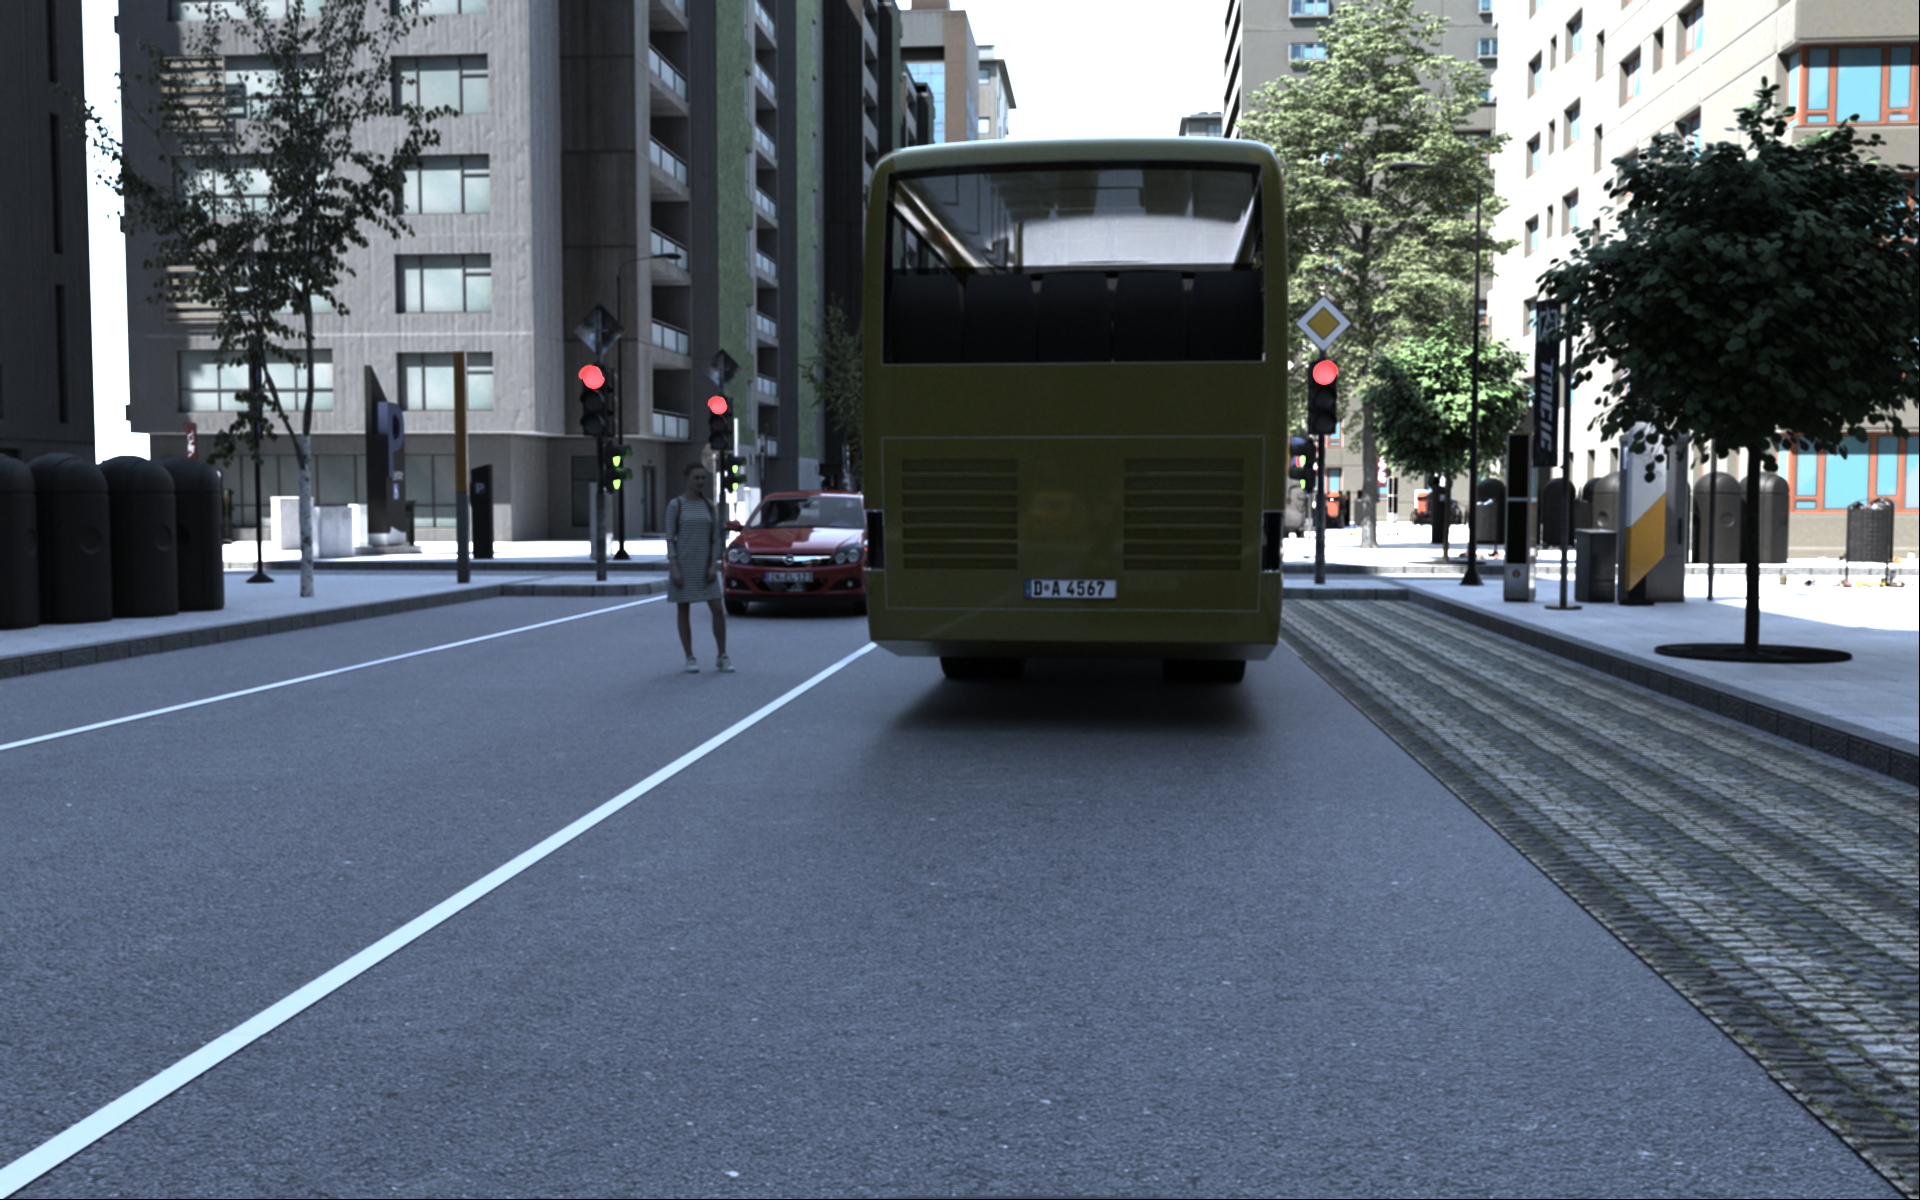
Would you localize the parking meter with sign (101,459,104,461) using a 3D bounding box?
[{"bbox_3d":[-43.862,-5.586,87.586,1.738,3.016,0.543,1,4,13],"label":"parking meter with sign"}]

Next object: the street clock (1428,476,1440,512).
[{"bbox_3d":[18.985,-3.966,69.410,0.471,2.002,0.358,1,4,20],"label":"street clock"}]

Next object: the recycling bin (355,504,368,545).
[{"bbox_3d":[-14.687,-1.857,42.918,0.722,1.027,0.722,-3,4,-36],"label":"recycling bin"}]

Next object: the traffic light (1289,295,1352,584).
[{"bbox_3d":[5.123,-2.185,24.643,0.839,4.253,0.868,0,4,5],"label":"traffic light"}]

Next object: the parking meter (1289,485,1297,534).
[{"bbox_3d":[10.757,-3.100,56.402,0.399,1.863,0.255,1,4,18],"label":"parking meter"}]

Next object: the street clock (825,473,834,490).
[{"bbox_3d":[-4.563,-3.427,60.602,0.358,2.002,0.471,1,4,12],"label":"street clock"}]

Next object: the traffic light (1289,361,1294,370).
[{"bbox_3d":[5.837,-2.671,32.596,0.839,4.253,0.868,0,4,5],"label":"traffic light"}]

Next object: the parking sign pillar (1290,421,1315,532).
[{"bbox_3d":[11.480,-4.309,58.920,1.447,3.967,1.447,-1,4,-22],"label":"parking sign pillar"}]

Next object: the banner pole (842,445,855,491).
[{"bbox_3d":[-4.904,-5.330,77.166,0.863,3.779,0.401,-3,4,-39],"label":"banner pole"}]

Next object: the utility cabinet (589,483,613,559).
[{"bbox_3d":[-7.046,-1.554,34.085,0.318,1.500,1.173,0,4,-4],"label":"utility cabinet"}]

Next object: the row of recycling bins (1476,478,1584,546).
[{"bbox_3d":[14.693,-2.232,43.610,3.534,1.692,1.069,3,4,36],"label":"row of recycling bins"}]

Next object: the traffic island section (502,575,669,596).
[{"bbox_3d":[-5.337,-0.209,25.696,2.009,0.180,2.903,0,4,5],"label":"traffic island section"}]

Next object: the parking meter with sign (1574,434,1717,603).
[{"bbox_3d":[8.242,-1.491,20.647,1.738,3.016,0.543,-1,4,-11],"label":"parking meter with sign"}]

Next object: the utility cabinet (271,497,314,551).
[{"bbox_3d":[-15.195,-1.732,39.484,0.306,1.237,1.020,2,4,25],"label":"utility cabinet"}]

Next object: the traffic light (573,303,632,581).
[{"bbox_3d":[-5.298,-2.241,25.558,0.839,4.253,0.868,0,4,5],"label":"traffic light"}]

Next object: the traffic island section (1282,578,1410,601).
[{"bbox_3d":[5.162,-0.151,24.753,2.009,0.180,2.903,0,4,5],"label":"traffic island section"}]

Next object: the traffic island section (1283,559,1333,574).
[{"bbox_3d":[5.876,-0.638,32.706,2.009,0.180,2.903,0,4,5],"label":"traffic island section"}]

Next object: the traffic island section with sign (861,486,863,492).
[{"bbox_3d":[-2.784,-2.787,54.190,1.989,1.847,2.006,0,4,5],"label":"traffic island section with sign"}]

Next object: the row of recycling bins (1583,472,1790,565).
[{"bbox_3d":[13.478,-1.515,31.875,3.534,1.692,1.069,0,4,-2],"label":"row of recycling bins"}]

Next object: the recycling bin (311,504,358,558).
[{"bbox_3d":[-12.720,-1.369,34.942,0.722,1.027,0.722,-3,5,-43],"label":"recycling bin"}]

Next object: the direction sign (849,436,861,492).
[{"bbox_3d":[-3.915,-4.653,68.068,0.876,3.537,0.379,1,4,8],"label":"direction sign"}]

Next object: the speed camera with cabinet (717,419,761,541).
[{"bbox_3d":[-5.902,-3.174,46.224,0.660,3.252,2.038,1,4,11],"label":"speed camera with cabinet"}]

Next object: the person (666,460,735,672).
[{"bbox_3d":[-2.141,-0.274,13.992,0.512,1.701,0.522,-2,4,-32],"label":"person"}]

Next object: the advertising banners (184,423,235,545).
[{"bbox_3d":[-18.821,-2.889,43.424,0.090,3.025,2.074,1,4,8],"label":"advertising banners"}]

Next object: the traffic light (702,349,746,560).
[{"bbox_3d":[-4.584,-2.727,33.511,0.839,4.253,0.868,0,4,5],"label":"traffic light"}]

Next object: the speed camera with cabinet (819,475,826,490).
[{"bbox_3d":[-7.247,-5.569,85.390,0.660,3.252,2.038,1,4,19],"label":"speed camera with cabinet"}]

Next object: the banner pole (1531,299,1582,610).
[{"bbox_3d":[6.685,-1.802,19.480,0.401,3.779,0.863,-1,4,-16],"label":"banner pole"}]

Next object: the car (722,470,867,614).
[{"bbox_3d":[-1.843,-0.794,22.018,2.155,1.783,4.494,0,4,3],"label":"car"}]

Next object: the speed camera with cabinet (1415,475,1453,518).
[{"bbox_3d":[20.497,-4.923,74.834,2.038,3.252,0.660,-3,5,-41],"label":"speed camera with cabinet"}]

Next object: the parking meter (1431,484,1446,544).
[{"bbox_3d":[12.400,-2.228,44.843,0.372,1.533,0.369,0,3,0],"label":"parking meter"}]

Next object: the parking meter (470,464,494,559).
[{"bbox_3d":[-9.470,-1.748,34.297,0.399,1.863,0.255,0,4,5],"label":"parking meter"}]

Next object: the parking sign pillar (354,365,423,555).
[{"bbox_3d":[-12.257,-2.967,36.977,1.447,3.967,1.447,0,4,0],"label":"parking sign pillar"}]

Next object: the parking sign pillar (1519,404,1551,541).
[{"bbox_3d":[15.948,-3.657,48.265,1.447,3.967,1.447,-1,4,-10],"label":"parking sign pillar"}]

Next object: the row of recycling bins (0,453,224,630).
[{"bbox_3d":[-8.918,-0.657,17.859,1.069,1.692,3.534,1,4,15],"label":"row of recycling bins"}]

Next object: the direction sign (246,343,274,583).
[{"bbox_3d":[-10.176,-2.023,25.080,0.379,3.537,0.876,-2,4,-31],"label":"direction sign"}]

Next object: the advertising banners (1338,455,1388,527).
[{"bbox_3d":[15.905,-4.413,68.346,2.074,3.025,0.090,1,4,22],"label":"advertising banners"}]

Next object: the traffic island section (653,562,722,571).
[{"bbox_3d":[-4.623,-0.695,33.649,2.009,0.180,2.903,0,4,5],"label":"traffic island section"}]

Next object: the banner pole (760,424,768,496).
[{"bbox_3d":[-7.013,-4.406,62.051,0.401,3.779,0.863,-2,4,-28],"label":"banner pole"}]
